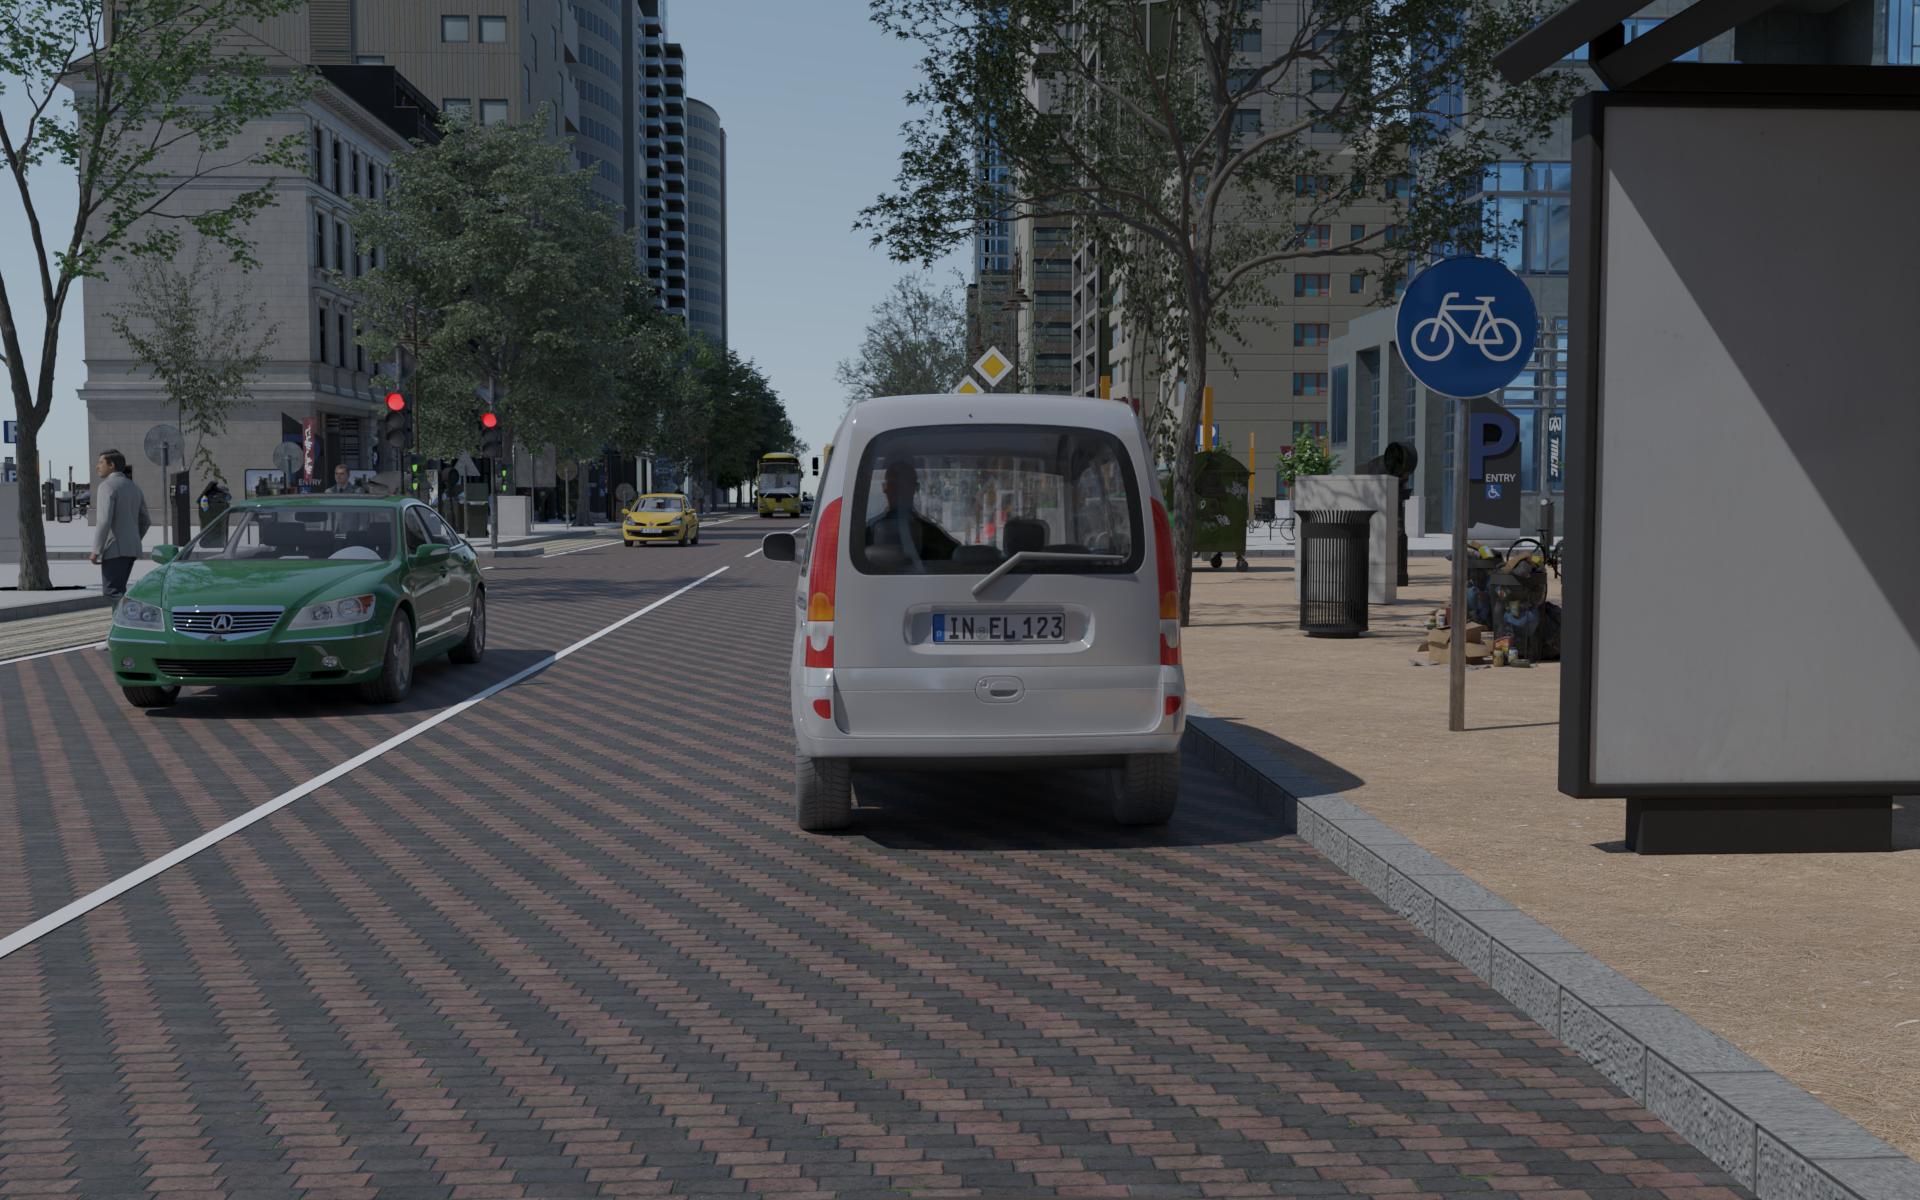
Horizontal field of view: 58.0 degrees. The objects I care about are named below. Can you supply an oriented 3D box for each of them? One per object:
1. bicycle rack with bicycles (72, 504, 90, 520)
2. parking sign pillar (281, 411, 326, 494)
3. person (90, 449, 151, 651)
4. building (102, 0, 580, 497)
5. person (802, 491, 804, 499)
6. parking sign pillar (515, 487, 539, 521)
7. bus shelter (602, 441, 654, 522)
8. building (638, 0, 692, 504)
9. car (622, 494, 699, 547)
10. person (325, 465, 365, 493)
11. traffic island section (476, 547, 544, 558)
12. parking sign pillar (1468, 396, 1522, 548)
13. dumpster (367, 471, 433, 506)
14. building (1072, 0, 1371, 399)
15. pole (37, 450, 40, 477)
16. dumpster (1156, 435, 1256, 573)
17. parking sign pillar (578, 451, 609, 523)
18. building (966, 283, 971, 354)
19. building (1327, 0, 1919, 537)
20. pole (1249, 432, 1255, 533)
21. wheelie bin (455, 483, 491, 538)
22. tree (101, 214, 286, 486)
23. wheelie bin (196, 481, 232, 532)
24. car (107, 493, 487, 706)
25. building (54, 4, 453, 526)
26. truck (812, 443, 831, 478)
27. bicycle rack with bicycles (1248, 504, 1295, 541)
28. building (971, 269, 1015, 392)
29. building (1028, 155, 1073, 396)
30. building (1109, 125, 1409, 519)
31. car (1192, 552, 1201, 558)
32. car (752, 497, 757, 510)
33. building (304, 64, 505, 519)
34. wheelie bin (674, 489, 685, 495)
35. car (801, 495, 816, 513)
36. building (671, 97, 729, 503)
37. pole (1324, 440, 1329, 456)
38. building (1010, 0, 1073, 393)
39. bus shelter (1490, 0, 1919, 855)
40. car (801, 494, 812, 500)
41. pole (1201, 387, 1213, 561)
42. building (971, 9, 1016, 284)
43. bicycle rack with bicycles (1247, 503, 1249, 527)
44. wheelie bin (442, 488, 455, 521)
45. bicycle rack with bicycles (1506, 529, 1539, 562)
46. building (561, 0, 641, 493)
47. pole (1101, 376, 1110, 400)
[{"bbox_3d":[-43.246,-4.511,87.140,2.925,0.926,2.852,-1,4,-13],"label":"bicycle rack with bicycles"},{"bbox_3d":[-21.428,-4.166,56.590,1.447,3.967,1.447,-1,4,-22],"label":"parking sign pillar"},{"bbox_3d":[-7.557,-0.451,15.721,0.795,1.843,0.661,1,4,9],"label":"person"},{"bbox_3d":[-43.137,-32.872,126.690,28.713,52.752,27.495,0,4,-3],"label":"building"},{"bbox_3d":[-21.257,-13.880,235.417,0.705,1.826,1.348,1,4,10],"label":"person"},{"bbox_3d":[-20.949,-5.812,83.500,1.447,3.967,1.447,2,4,28],"label":"parking sign pillar"},{"bbox_3d":[-16.287,-6.477,83.535,2.179,5.291,8.768,0,4,-3],"label":"bus shelter"},{"bbox_3d":[-45.576,-55.661,222.721,22.319,86.520,31.000,0,4,-3],"label":"building"},{"bbox_3d":[-8.309,-2.325,48.242,2.015,1.641,3.980,0,4,-2],"label":"car"},{"bbox_3d":[-8.016,-0.843,22.383,0.694,1.812,0.767,0,4,5],"label":"person"},{"bbox_3d":[-10.862,-1.105,40.344,2.009,0.180,2.903,0,4,-3],"label":"traffic island section"},{"bbox_3d":[12.840,-3.261,41.783,1.447,3.967,1.447,0,4,7],"label":"parking sign pillar"},{"bbox_3d":[-14.353,-2.363,44.397,1.264,1.857,1.865,0,4,-3],"label":"dumpster"},{"bbox_3d":[17.550,-42.204,128.285,20.563,71.187,20.611,0,4,-3],"label":"building"},{"bbox_3d":[-42.449,-5.255,79.757,0.158,3.312,0.155,0,3,0],"label":"pole"},{"bbox_3d":[4.041,-1.623,29.027,1.502,2.255,1.985,0,4,-3],"label":"dumpster"},{"bbox_3d":[-16.284,-5.386,76.536,1.447,3.967,1.447,2,4,33],"label":"parking sign pillar"},{"bbox_3d":[7.731,-28.509,237.820,14.160,30.474,14.107,0,4,-3],"label":"building"},{"bbox_3d":[30.013,-45.777,61.118,31.000,86.520,22.319,0,4,-3],"label":"building"},{"bbox_3d":[9.554,-3.845,56.707,0.158,3.312,0.155,0,3,0],"label":"pole"},{"bbox_3d":[-14.130,-2.607,50.537,0.980,1.594,0.693,-1,4,-19],"label":"wheelie bin"},{"bbox_3d":[-20.621,-5.879,46.489,4.360,8.622,3.978,0,3,0],"label":"tree"},{"bbox_3d":[-17.776,-2.044,41.327,0.693,1.594,0.980,-1,4,-10],"label":"wheelie bin"},{"bbox_3d":[-4.869,-0.092,13.306,2.131,1.459,4.920,0,4,-5],"label":"car"},{"bbox_3d":[-30.309,-13.387,69.782,10.553,20.767,40.483,0,4,-3],"label":"building"},{"bbox_3d":[-3.807,-4.233,65.140,3.469,3.379,9.791,0,4,-5],"label":"truck"},{"bbox_3d":[9.857,-2.062,47.101,2.925,0.926,2.852,-1,4,-16],"label":"bicycle rack with bicycles"},{"bbox_3d":[9.270,-27.621,223.300,14.160,30.474,14.107,0,4,-3],"label":"building"},{"bbox_3d":[12.566,-22.930,146.610,14.160,30.474,14.107,0,4,-3],"label":"building"},{"bbox_3d":[24.654,-15.786,103.133,27.650,21.520,28.899,0,4,-3],"label":"building"},{"bbox_3d":[3.321,-1.713,36.811,4.718,1.807,1.959,0,4,-3],"label":"car"},{"bbox_3d":[-16.308,-8.308,144.624,1.959,1.807,4.718,0,4,-2],"label":"car"},{"bbox_3d":[-33.446,-16.392,97.680,12.332,23.373,15.834,0,4,-3],"label":"building"},{"bbox_3d":[-16.193,-5.612,99.667,0.693,1.594,0.980,-2,4,-28],"label":"wheelie bin"},{"bbox_3d":[-11.236,-7.267,131.398,1.945,1.354,3.894,0,4,-5],"label":"car"},{"bbox_3d":[-45.630,-43.502,253.249,21.231,58.520,28.212,0,4,-3],"label":"building"},{"bbox_3d":[13.911,-4.401,65.805,0.158,3.312,0.155,0,3,0],"label":"pole"},{"bbox_3d":[19.833,-35.392,167.894,28.713,52.752,27.495,0,4,-3],"label":"building"},{"bbox_3d":[3.085,-0.594,3.639,2.014,3.302,5.546,0,4,-3],"label":"bus shelter"},{"bbox_3d":[-22.308,-14.965,254.894,2.015,1.641,3.980,0,4,-4],"label":"car"},{"bbox_3d":[4.707,-2.393,32.977,0.158,3.312,0.155,0,3,0],"label":"pole"},{"bbox_3d":[10.550,-57.868,258.807,22.319,86.520,31.000,0,4,-3],"label":"building"},{"bbox_3d":[10.591,-3.151,64.894,2.925,0.926,2.852,-1,4,-22],"label":"bicycle rack with bicycles"},{"bbox_3d":[-16.205,-2.918,55.625,0.693,1.594,0.980,1,4,21],"label":"wheelie bin"},{"bbox_3d":[9.505,-0.728,25.280,2.925,0.926,2.852,1,4,17],"label":"bicycle rack with bicycles"},{"bbox_3d":[-40.995,-37.476,154.733,21.231,58.520,28.212,0,4,-3],"label":"building"},{"bbox_3d":[2.516,-2.216,30.076,0.158,3.312,0.155,0,3,0],"label":"pole"}]
